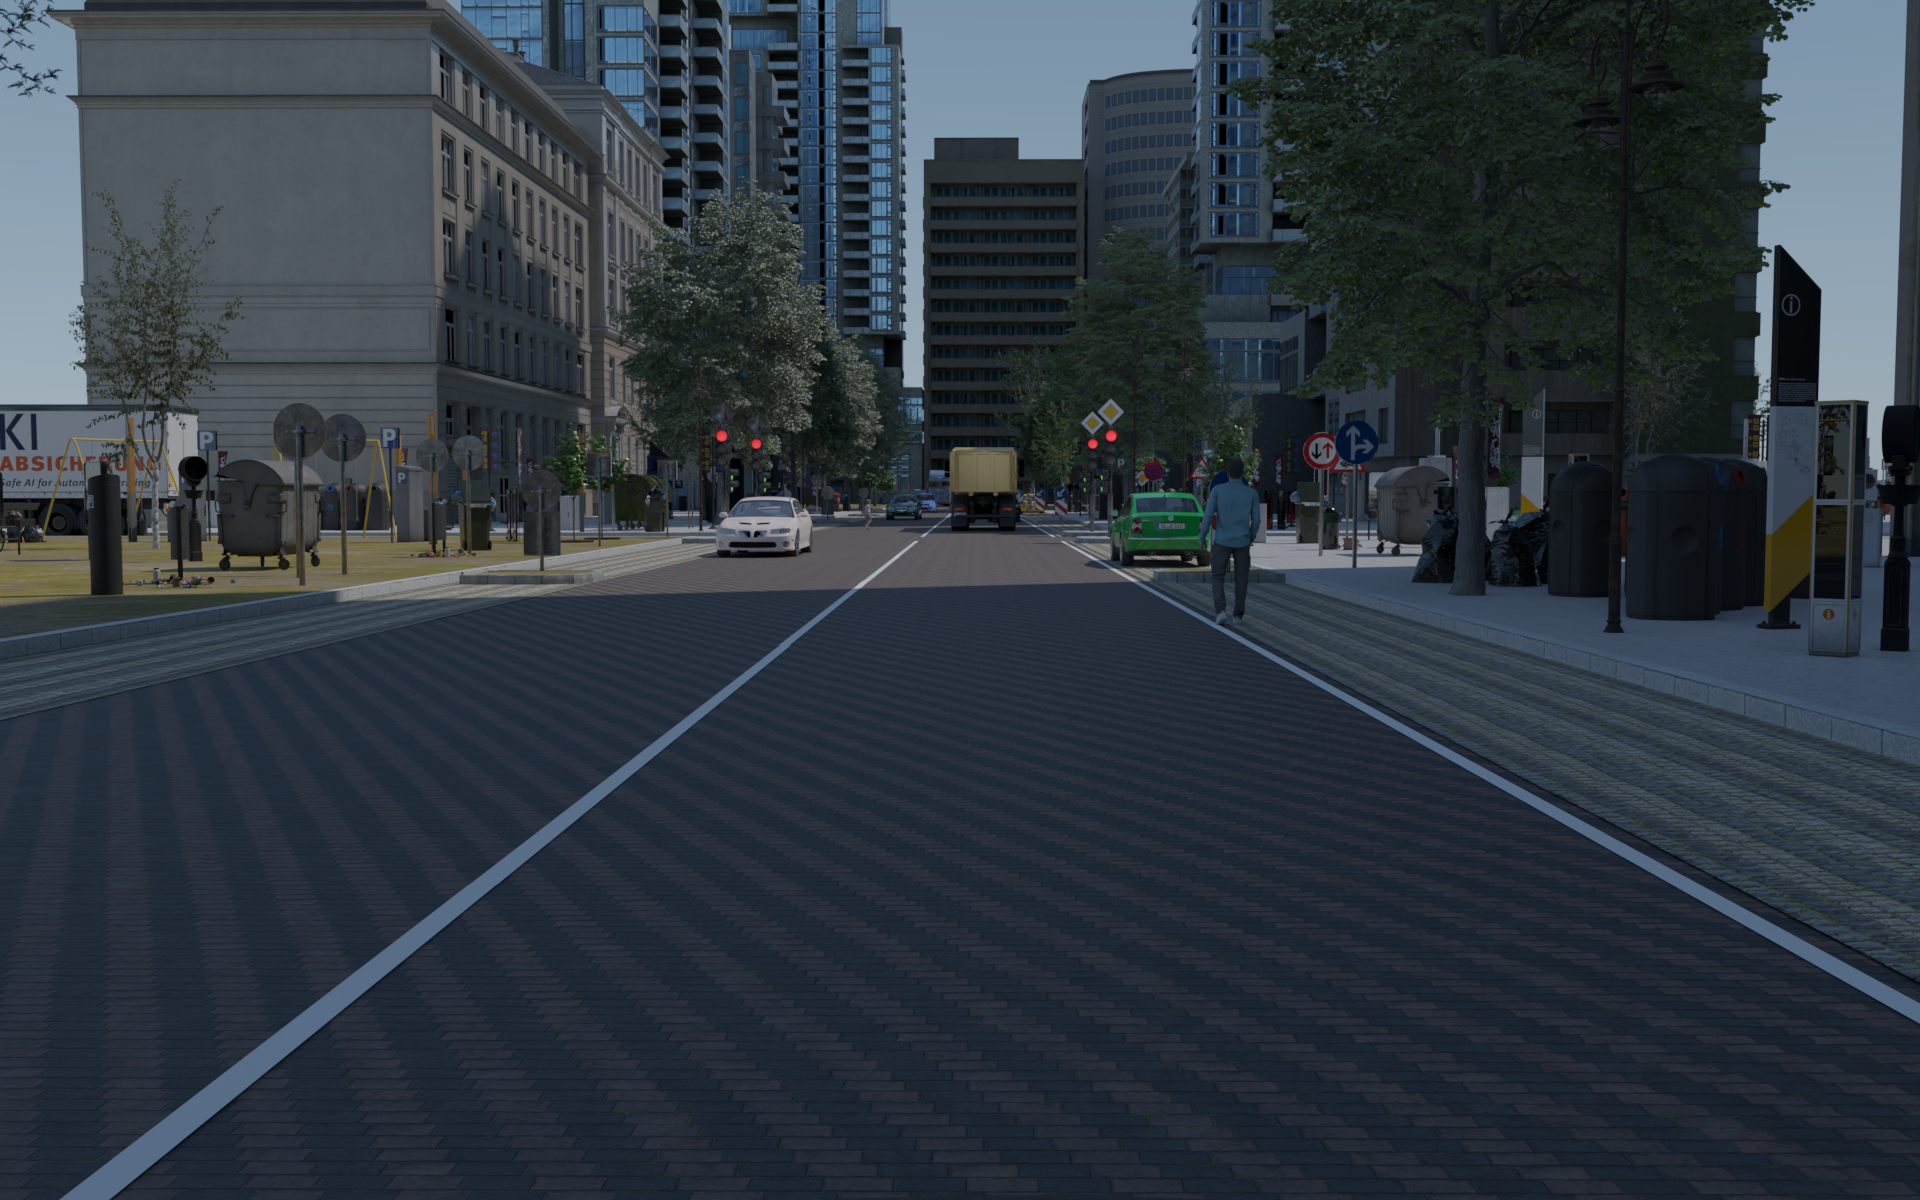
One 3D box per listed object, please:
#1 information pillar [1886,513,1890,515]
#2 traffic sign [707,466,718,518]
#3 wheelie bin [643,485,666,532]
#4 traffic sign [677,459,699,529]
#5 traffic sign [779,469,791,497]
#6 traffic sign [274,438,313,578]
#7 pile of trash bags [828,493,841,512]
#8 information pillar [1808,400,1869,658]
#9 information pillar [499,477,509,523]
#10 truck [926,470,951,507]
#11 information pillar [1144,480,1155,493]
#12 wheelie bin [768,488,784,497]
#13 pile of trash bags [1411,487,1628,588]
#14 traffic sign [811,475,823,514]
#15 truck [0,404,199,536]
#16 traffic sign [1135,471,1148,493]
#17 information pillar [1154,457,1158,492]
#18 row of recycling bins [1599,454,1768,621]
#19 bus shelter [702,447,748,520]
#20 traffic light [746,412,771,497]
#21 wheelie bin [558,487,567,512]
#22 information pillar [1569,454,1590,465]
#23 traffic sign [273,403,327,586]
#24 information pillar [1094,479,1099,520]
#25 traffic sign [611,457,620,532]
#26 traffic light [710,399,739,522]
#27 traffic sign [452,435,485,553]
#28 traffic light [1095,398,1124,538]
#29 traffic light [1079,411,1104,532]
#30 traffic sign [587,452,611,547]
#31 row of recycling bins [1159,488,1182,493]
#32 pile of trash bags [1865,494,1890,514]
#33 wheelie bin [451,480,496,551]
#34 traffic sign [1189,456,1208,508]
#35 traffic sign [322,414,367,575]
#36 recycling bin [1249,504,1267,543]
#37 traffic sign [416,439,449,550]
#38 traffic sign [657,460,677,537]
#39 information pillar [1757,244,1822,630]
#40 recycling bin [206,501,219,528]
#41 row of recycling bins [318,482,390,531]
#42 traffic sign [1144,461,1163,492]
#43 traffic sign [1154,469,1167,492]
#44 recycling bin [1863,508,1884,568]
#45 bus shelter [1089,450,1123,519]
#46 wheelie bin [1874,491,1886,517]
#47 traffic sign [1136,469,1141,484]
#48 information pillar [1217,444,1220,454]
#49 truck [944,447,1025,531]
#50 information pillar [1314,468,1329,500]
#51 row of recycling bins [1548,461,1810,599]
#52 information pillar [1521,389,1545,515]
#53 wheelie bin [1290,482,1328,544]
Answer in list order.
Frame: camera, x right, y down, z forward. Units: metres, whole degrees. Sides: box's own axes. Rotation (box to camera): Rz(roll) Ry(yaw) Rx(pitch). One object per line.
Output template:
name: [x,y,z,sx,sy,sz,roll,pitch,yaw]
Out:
information pillar: [62.089,-6.798,115.633,0.304,2.012,0.304,3,5,42]
traffic sign: [-11.211,-4.836,79.167,0.768,2.556,0.104,1,4,9]
wheelie bin: [-10.288,-3.101,58.615,0.693,1.594,0.980,1,4,12]
traffic sign: [-10.000,-3.904,63.830,0.884,2.594,0.081,0,4,4]
traffic sign: [-9.114,-5.470,89.544,0.768,2.556,0.104,0,4,5]
traffic sign: [-10.147,-1.616,26.522,0.768,2.556,0.104,0,4,7]
pile of trash bags: [-9.431,-7.023,124.574,1.912,1.369,3.447,1,4,18]
information pillar: [6.947,-0.563,13.702,0.304,2.012,0.304,-3,5,-44]
information pillar: [-19.890,-4.351,75.635,0.304,2.012,0.304,3,4,37]
truck: [-2.395,-12.917,200.949,2.967,4.110,18.799,0,4,-1]
information pillar: [9.506,-5.067,87.329,0.304,2.012,0.304,-2,4,-35]
wheelie bin: [-9.687,-5.075,90.878,0.980,1.594,0.693,-2,4,-27]
pile of trash bags: [8.101,-0.908,24.591,1.912,1.369,3.447,-3,4,-39]
traffic sign: [-9.041,-6.689,109.468,0.768,2.556,0.104,1,4,9]
truck: [-30.345,-4.053,55.178,11.283,4.237,2.839,0,4,-1]
traffic sign: [8.858,-5.086,84.348,0.795,2.450,0.064,0,4,6]
information pillar: [12.499,-7.285,110.466,0.183,3.616,0.504,3,4,37]
row of recycling bins: [8.062,-0.725,18.964,1.069,1.692,3.534,2,4,35]
bus shelter: [-11.808,-5.887,87.529,1.731,3.624,6.357,0,4,1]
traffic light: [-6.880,-4.288,59.031,0.839,4.253,0.868,0,4,1]
wheelie bin: [-17.270,-4.091,74.791,0.693,1.594,0.980,-3,4,-39]
information pillar: [11.249,-1.653,31.525,0.304,2.012,0.304,0,4,8]
traffic sign: [-9.229,-1.475,24.229,0.768,2.556,0.104,0,4,4]
information pillar: [6.585,-4.896,84.540,0.304,2.012,0.304,-3,5,-41]
traffic sign: [-11.812,-3.599,58.950,0.768,2.556,0.104,0,4,6]
traffic light: [-6.956,-3.800,51.046,0.839,4.253,0.868,0,4,1]
traffic sign: [-10.639,-2.286,37.488,0.768,2.556,0.104,1,4,9]
traffic light: [4.405,-3.794,50.955,0.839,4.253,0.868,0,4,1]
traffic light: [4.480,-4.283,58.940,0.839,4.253,0.868,0,4,1]
traffic sign: [-8.798,-2.453,42.230,0.606,2.300,0.079,0,4,5]
row of recycling bins: [14.990,-7.333,127.007,3.534,1.692,1.069,2,4,25]
pile of trash bags: [36.890,-3.747,71.009,3.447,1.369,1.912,-2,4,-24]
wheelie bin: [-11.076,-1.925,39.384,0.980,1.594,0.693,-2,4,-29]
traffic sign: [8.336,-3.656,59.772,0.884,2.594,0.081,1,4,10]
traffic sign: [-9.792,-1.674,27.482,0.768,2.556,0.104,0,4,3]
recycling bin: [7.657,-2.021,45.593,0.722,1.027,0.722,0,4,1]
traffic sign: [-12.191,-2.441,40.011,0.768,2.556,0.104,0,4,4]
traffic sign: [-8.790,-3.050,51.996,0.606,2.300,0.079,1,4,10]
information pillar: [7.887,-1.533,16.424,0.504,3.616,0.183,-1,4,-14]
recycling bin: [-28.200,-3.247,65.636,0.722,1.027,0.722,0,4,4]
row of recycling bins: [-21.815,-3.328,61.520,3.534,1.692,1.069,1,4,18]
traffic sign: [7.545,-4.128,67.600,0.768,2.556,0.104,1,4,9]
traffic sign: [9.402,-5.012,82.051,0.768,2.556,0.104,0,4,7]
recycling bin: [15.883,-1.104,30.611,0.722,1.027,0.722,2,4,31]
bus shelter: [7.401,-6.026,89.802,1.731,3.624,6.357,0,4,1]
wheelie bin: [52.472,-5.561,98.824,0.693,1.594,0.980,1,4,18]
traffic sign: [9.035,-5.431,88.896,0.768,2.556,0.104,1,4,8]
information pillar: [10.321,-4.684,67.932,0.504,3.616,0.183,0,4,-2]
truck: [0.980,-4.576,70.747,3.469,3.379,9.791,0,4,1]
information pillar: [10.055,-2.676,48.241,0.304,2.012,0.304,-1,4,-15]
row of recycling bins: [9.207,-0.885,21.581,3.534,1.692,1.069,0,4,8]
information pillar: [12.852,-2.904,38.831,0.504,3.616,0.183,3,5,42]
wheelie bin: [9.051,-2.273,45.076,0.980,1.594,0.693,0,4,-4]
